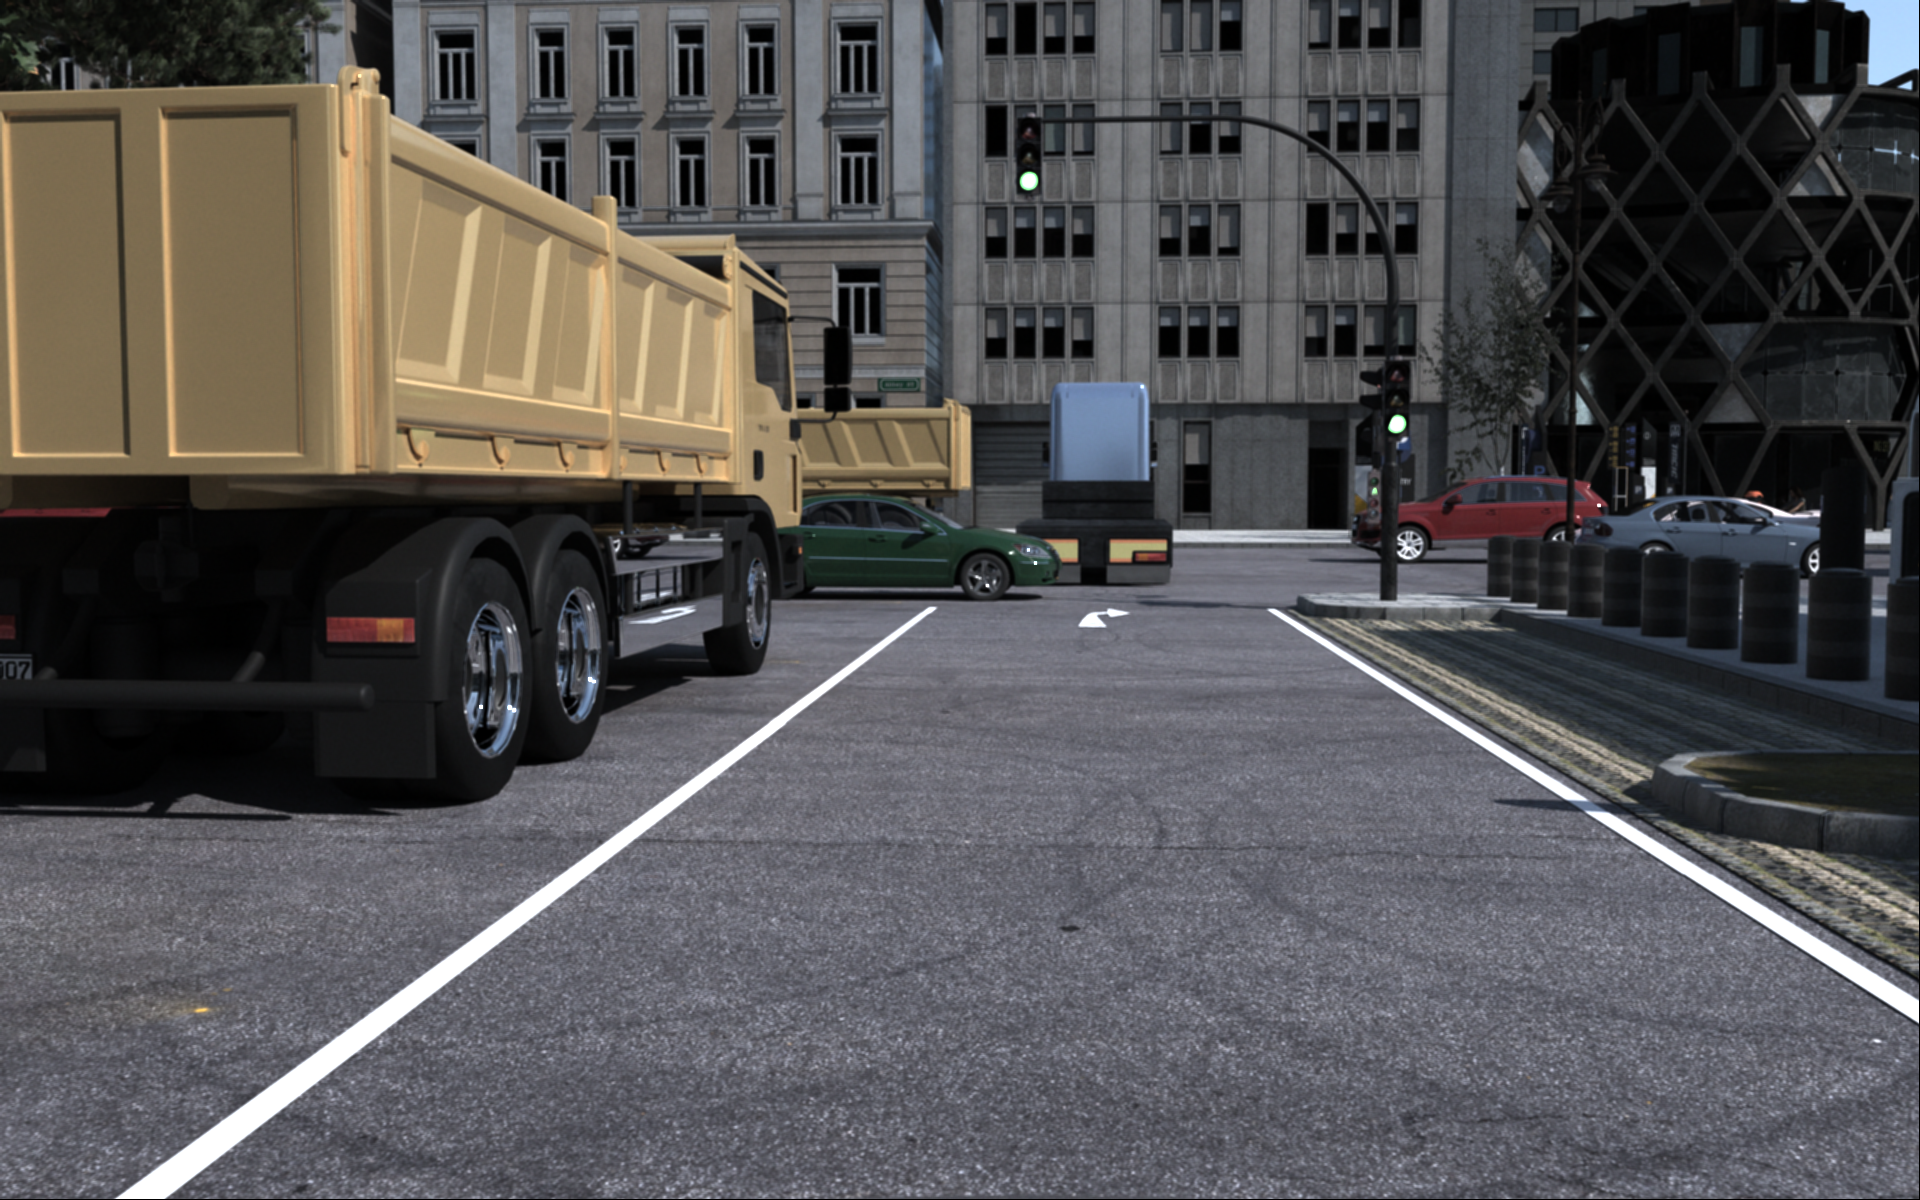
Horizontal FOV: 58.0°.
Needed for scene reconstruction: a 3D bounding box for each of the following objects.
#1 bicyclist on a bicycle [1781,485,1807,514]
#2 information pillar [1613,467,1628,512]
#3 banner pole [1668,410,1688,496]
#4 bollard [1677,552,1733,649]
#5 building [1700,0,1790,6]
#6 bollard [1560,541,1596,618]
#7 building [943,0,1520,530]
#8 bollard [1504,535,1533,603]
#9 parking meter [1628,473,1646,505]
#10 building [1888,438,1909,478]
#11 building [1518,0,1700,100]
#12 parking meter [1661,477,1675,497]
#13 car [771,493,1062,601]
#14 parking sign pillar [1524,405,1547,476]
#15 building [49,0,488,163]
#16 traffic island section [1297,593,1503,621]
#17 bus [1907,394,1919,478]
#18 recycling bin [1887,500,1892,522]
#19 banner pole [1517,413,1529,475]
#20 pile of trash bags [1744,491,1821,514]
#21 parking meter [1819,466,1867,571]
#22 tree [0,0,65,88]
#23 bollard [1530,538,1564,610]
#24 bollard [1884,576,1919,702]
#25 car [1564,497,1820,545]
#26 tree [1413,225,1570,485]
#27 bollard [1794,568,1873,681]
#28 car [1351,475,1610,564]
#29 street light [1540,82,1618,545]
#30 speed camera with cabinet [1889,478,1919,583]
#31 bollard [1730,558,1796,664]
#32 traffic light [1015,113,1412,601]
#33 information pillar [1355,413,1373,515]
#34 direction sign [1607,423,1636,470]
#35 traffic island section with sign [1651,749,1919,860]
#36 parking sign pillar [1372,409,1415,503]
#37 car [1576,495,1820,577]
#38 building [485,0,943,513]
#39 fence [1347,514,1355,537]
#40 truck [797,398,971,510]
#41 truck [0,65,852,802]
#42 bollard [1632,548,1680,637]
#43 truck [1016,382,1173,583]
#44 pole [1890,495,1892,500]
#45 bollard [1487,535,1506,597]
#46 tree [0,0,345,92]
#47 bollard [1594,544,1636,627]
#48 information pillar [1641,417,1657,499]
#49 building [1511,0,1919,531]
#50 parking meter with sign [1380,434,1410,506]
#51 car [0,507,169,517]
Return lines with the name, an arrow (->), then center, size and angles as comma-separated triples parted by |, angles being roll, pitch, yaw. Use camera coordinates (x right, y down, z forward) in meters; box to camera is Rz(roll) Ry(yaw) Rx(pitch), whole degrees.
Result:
bicyclist on a bicycle -> 17.645, -1.634, 36.729 | 1.625, 1.676, 1.499 | 0, 4, 6
information pillar -> 17.964, -2.610, 47.160 | 0.304, 2.012, 0.304 | 0, 4, 6
banner pole -> 21.559, -3.790, 51.984 | 0.401, 3.779, 0.863 | -2, 4, -24
bollard -> 6.294, 0.015, 14.467 | 0.404, 0.777, 0.398 | 0, 3, 0
building -> 63.074, -30.832, 154.216 | 14.200, 45.320, 14.600 | 0, 4, 4
bollard -> 6.552, -0.205, 18.072 | 0.404, 0.777, 0.398 | 0, 3, 0
building -> 9.733, -15.192, 66.409 | 19.932, 24.808, 12.078 | 0, 4, 4
bollard -> 6.723, -0.352, 20.476 | 0.404, 0.777, 0.398 | 0, 3, 0
parking meter -> 18.666, -2.573, 47.779 | 0.399, 1.863, 0.255 | 0, 4, 0
building -> 77.238, -23.401, 154.305 | 14.107, 30.474, 14.160 | 0, 4, 4
building -> 38.665, -41.904, 123.382 | 20.563, 71.187, 20.611 | 0, 4, 4
parking meter -> 24.172, -3.268, 59.145 | 0.399, 1.863, 0.255 | 0, 4, -6
car -> -1.041, -0.751, 24.080 | 4.920, 1.459, 2.131 | 0, 4, 5
parking sign pillar -> 17.186, -3.868, 51.709 | 1.447, 3.967, 1.447 | 1, 4, 9
building -> -31.303, -17.355, 69.652 | 20.117, 28.700, 13.634 | 0, 4, 4
traffic island section -> 5.184, 0.084, 20.912 | 2.009, 0.180, 2.903 | 0, 4, 4
bus -> 23.792, -2.140, 29.853 | 13.247, 3.499, 2.948 | 0, 4, 4
recycling bin -> 43.079, -4.156, 80.511 | 0.722, 1.027, 0.722 | -1, 4, -22
banner pole -> 17.494, -3.907, 53.902 | 0.401, 3.779, 0.863 | 3, 5, 43
pile of trash bags -> 26.046, -2.760, 54.872 | 3.447, 1.369, 1.912 | -2, 4, -31
parking meter -> 8.096, -0.458, 15.902 | 0.372, 1.533, 0.369 | 0, 3, 0
tree -> -10.397, -5.448, 8.533 | 9.611, 12.733, 9.660 | 0, 3, 0
bollard -> 6.639, -0.279, 19.278 | 0.404, 0.777, 0.398 | 0, 3, 0
bollard -> 6.026, 0.237, 10.850 | 0.404, 0.777, 0.398 | 0, 3, 0
car -> 14.261, -1.306, 33.710 | 4.827, 1.381, 2.083 | 0, 4, 5
tree -> 14.892, -5.967, 47.919 | 4.360, 8.622, 3.978 | 0, 3, 0
bollard -> 6.115, 0.163, 12.048 | 0.404, 0.777, 0.398 | 0, 3, 0
car -> 10.937, -1.698, 36.436 | 5.304, 1.827, 2.281 | 0, 4, 4
street light -> 7.100, -2.890, 20.034 | 0.468, 5.910, 1.993 | 0, 4, 4
speed camera with cabinet -> 10.271, -1.381, 16.917 | 0.660, 3.252, 2.038 | -2, 4, -35
bollard -> 6.201, 0.090, 13.253 | 0.404, 0.777, 0.398 | 0, 3, 0
traffic light -> 3.052, -2.822, 20.810 | 4.771, 5.953, 1.251 | 0, 4, 4
information pillar -> 11.633, -3.577, 49.836 | 0.504, 3.616, 0.183 | 1, 4, 20
direction sign -> 21.050, -3.863, 55.154 | 0.876, 3.537, 0.379 | 0, 4, 3
traffic island section with sign -> 4.220, 0.062, 7.615 | 1.989, 1.847, 2.006 | 0, 4, 4
parking sign pillar -> 13.538, -4.015, 54.114 | 1.447, 3.967, 1.447 | -1, 4, -17
car -> 13.065, -1.101, 29.997 | 4.499, 1.417, 2.014 | 0, 4, 5
building -> -10.428, -17.246, 67.878 | 20.117, 28.700, 13.634 | 0, 4, 4
fence -> 12.559, -2.203, 51.387 | 2.069, 0.683, 0.278 | 0, 4, 4
truck -> -4.761, -2.249, 32.701 | 9.791, 3.379, 3.469 | 0, 4, 5
truck -> -3.046, -0.970, 11.786 | 3.469, 3.379, 9.791 | 0, 4, 6
bollard -> 6.379, -0.058, 15.665 | 0.404, 0.777, 0.398 | 0, 3, 0
truck -> 2.867, -2.829, 36.018 | 2.967, 4.110, 18.799 | 0, 4, 5
pole -> 55.762, -6.725, 103.802 | 0.158, 3.312, 0.155 | 0, 3, 0
bollard -> 6.810, -0.426, 21.680 | 0.404, 0.777, 0.398 | 0, 3, 0
tree -> -10.439, -6.571, 17.315 | 7.806, 13.903, 7.818 | 0, 3, 0
bollard -> 6.467, -0.131, 16.864 | 0.404, 0.777, 0.398 | 0, 3, 0
information pillar -> 21.048, -3.771, 53.009 | 0.504, 3.616, 0.183 | -1, 4, -13
building -> 28.327, -12.232, 67.439 | 16.811, 18.784, 16.820 | 0, 4, 4
parking meter with sign -> 11.957, -3.165, 48.015 | 0.543, 3.016, 1.738 | 0, 4, -1
car -> -20.646, -1.916, 39.993 | 5.304, 1.827, 2.281 | 0, 4, 6
